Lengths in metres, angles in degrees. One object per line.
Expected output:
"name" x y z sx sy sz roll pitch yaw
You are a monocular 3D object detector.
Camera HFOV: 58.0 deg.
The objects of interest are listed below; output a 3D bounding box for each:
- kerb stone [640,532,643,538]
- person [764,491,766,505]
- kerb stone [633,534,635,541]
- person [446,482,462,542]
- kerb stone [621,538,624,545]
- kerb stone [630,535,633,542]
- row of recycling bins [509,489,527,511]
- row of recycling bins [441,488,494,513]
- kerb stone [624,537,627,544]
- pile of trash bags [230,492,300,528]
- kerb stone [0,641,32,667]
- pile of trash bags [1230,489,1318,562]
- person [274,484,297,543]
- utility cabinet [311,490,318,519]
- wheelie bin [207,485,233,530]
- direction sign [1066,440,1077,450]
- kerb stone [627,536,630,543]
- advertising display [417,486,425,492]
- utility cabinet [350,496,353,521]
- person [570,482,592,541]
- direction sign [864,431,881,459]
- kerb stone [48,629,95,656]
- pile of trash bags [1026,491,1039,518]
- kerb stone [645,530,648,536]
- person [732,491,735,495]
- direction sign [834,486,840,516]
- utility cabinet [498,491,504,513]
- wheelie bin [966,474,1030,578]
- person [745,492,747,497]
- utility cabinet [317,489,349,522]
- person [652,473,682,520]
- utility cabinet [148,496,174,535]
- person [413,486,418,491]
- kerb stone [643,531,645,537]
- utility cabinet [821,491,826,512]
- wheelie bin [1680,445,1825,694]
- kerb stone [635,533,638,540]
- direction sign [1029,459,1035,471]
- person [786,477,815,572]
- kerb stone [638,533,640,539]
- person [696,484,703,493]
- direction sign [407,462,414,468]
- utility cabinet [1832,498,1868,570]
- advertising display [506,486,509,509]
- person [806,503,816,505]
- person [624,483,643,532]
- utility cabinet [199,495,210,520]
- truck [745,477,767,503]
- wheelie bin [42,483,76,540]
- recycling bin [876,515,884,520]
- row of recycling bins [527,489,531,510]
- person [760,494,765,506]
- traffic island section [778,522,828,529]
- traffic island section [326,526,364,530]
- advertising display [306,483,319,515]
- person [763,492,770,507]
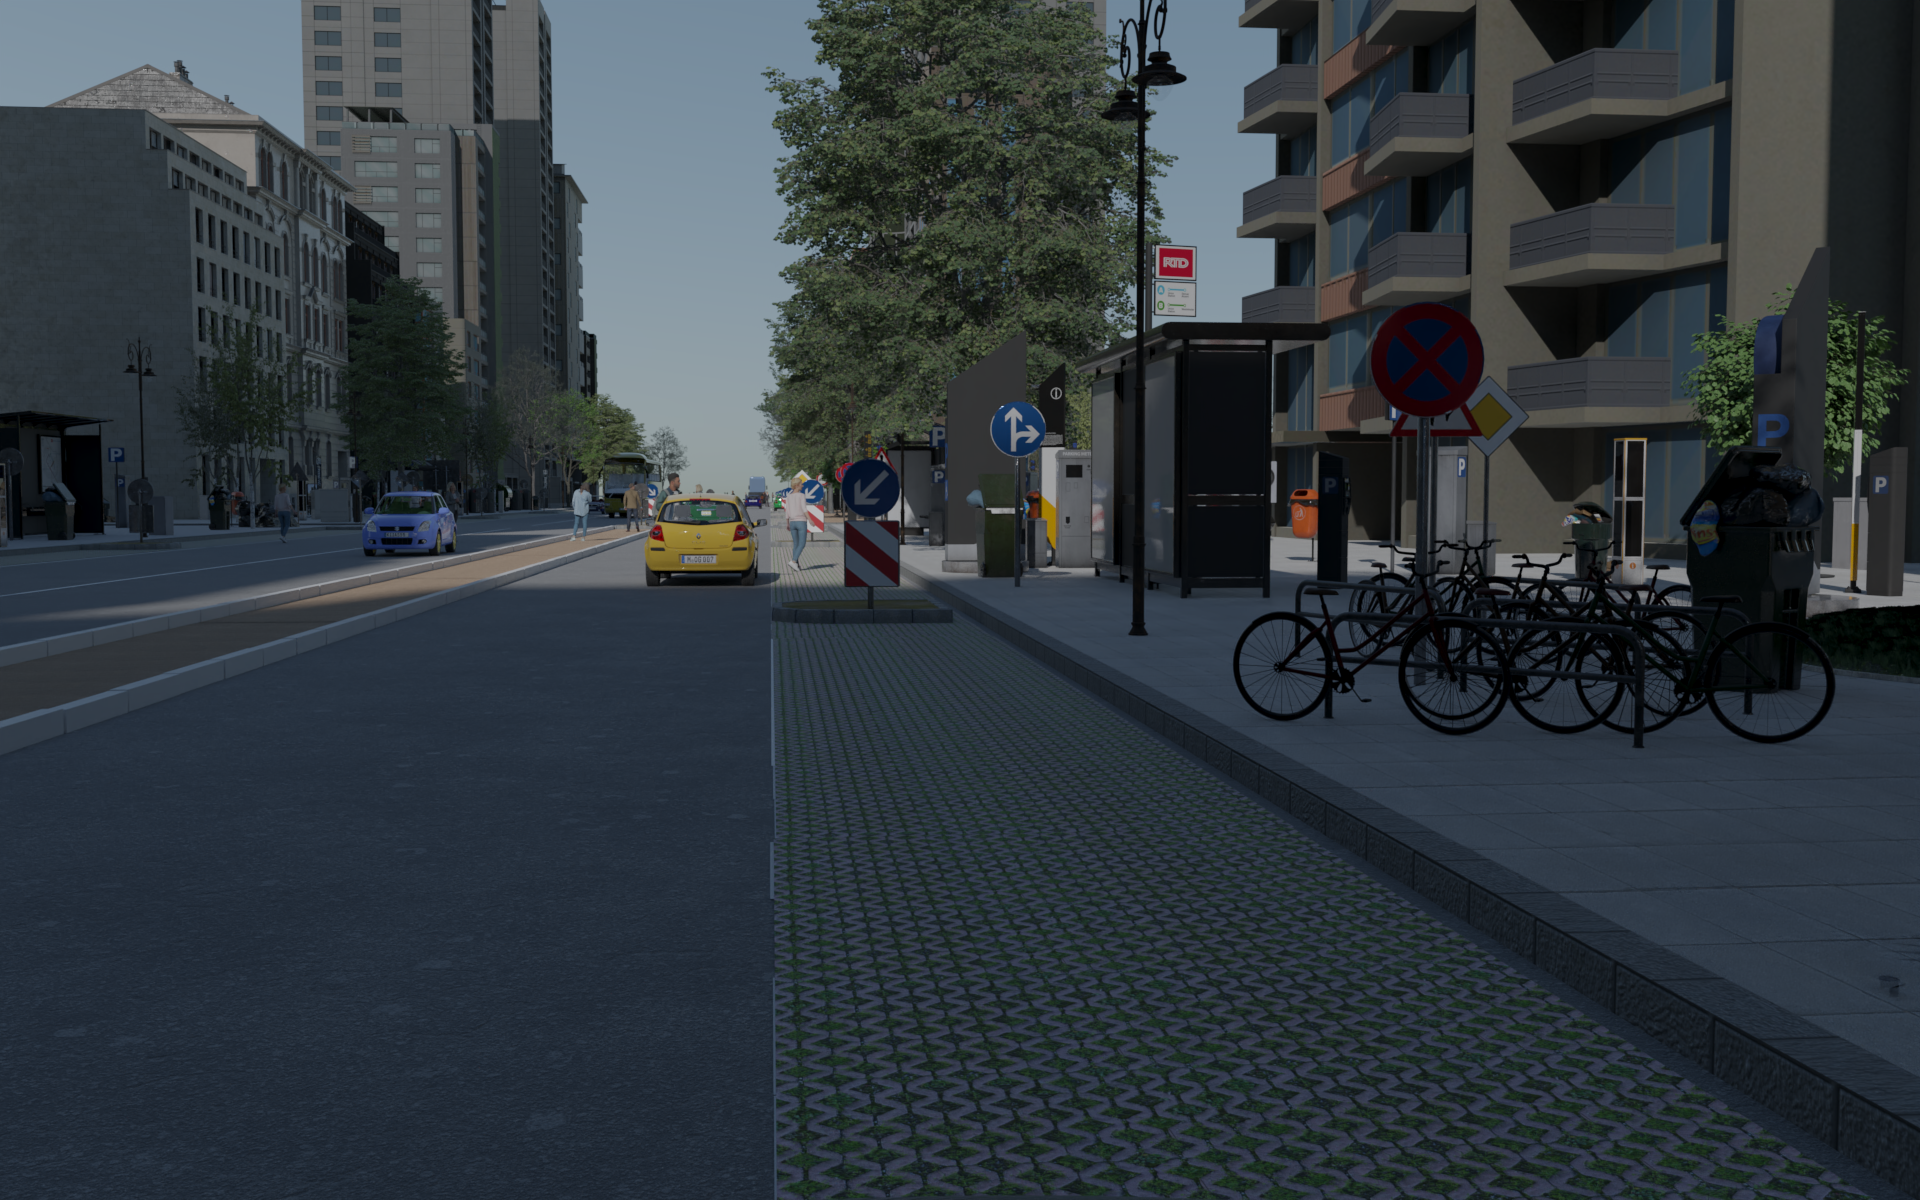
"kerb stone" -10.375 -2.050 55.710 0.120 0.150 1.000 0 4 -6
"person" -25.328 -13.239 224.984 1.348 1.821 0.705 -1 4 -21
"kerb stone" -10.046 -1.863 52.654 0.120 0.150 1.000 0 4 -6
"person" -15.208 -2.656 52.114 0.537 1.800 0.526 -3 5 -45
"kerb stone" -9.599 -1.612 48.580 0.120 0.150 1.000 0 4 -6
"kerb stone" -9.934 -1.794 51.638 0.120 0.150 1.000 0 4 -6
"row of recycling bins" -35.879 -7.853 135.512 3.534 1.692 1.069 1 4 20
"row of recycling bins" -32.884 -6.639 115.658 3.534 1.692 1.069 -3 4 -38
"kerb stone" -9.709 -1.676 49.602 0.120 0.150 1.000 0 4 -6
"pile of trash bags" -27.452 -3.543 67.681 3.447 1.369 1.912 2 4 35
"kerb stone" -7.999 0.463 14.661 0.120 0.150 1.000 0 4 -6
"pile of trash bags" 5.557 -1.467 33.732 1.912 1.369 3.447 -3 5 -44
"person" -19.785 -2.542 50.732 0.731 1.740 0.598 0 4 0
"utility cabinet" -32.641 -4.835 87.731 0.318 1.500 1.173 -2 4 -29
"wheelie bin" -26.472 -3.308 62.000 0.693 1.594 0.980 0 4 0
"direction sign" 4.509 -4.952 72.968 0.876 3.537 0.379 -1 4 -14
"kerb stone" -9.829 -1.733 50.621 0.120 0.150 1.000 0 4 -6
"advertising display" -46.857 -8.860 150.069 0.974 1.923 0.123 -2 4 -35
"utility cabinet" -29.030 -4.348 82.250 0.306 1.237 1.020 -1 4 -15
"person" -11.511 -2.680 52.576 0.793 1.790 0.793 -3 4 -36
"direction sign" -3.105 -4.304 62.367 0.876 3.537 0.379 -3 5 -44
"kerb stone" -8.116 0.398 15.689 0.120 0.150 1.000 0 4 -6
"pile of trash bags" 2.948 -2.068 43.563 3.447 1.369 1.912 3 5 43
"kerb stone" -10.600 -2.174 57.746 0.120 0.150 1.000 0 4 -6
"person" -25.016 -11.137 190.608 0.705 1.821 1.348 -3 4 -36
"direction sign" -7.303 -6.776 102.776 0.379 3.537 0.876 1 4 17
"utility cabinet" -31.302 -6.691 118.083 0.318 1.500 1.173 -1 4 -13
"wheelie bin" 0.563 -1.155 26.789 0.980 1.594 0.693 -1 4 -15
"person" -35.948 -17.216 290.899 0.530 1.710 0.541 0 4 -3
"utility cabinet" -28.312 -4.262 78.363 1.173 1.500 0.318 -1 4 -17
"person" -5.284 -1.445 32.103 0.794 1.824 0.713 -3 4 -37
"utility cabinet" -25.009 -2.633 54.209 1.020 1.237 0.306 3 4 37
"person" -20.633 -3.455 65.566 0.480 1.755 0.524 -1 4 -23
"kerb stone" -10.492 -2.112 56.728 0.120 0.150 1.000 0 4 -6
"utility cabinet" -9.625 -6.931 122.005 0.318 1.500 1.173 -1 4 -9
"wheelie bin" 5.226 -0.213 11.397 0.980 1.594 0.693 -3 4 -38
"kerb stone" -10.153 -1.925 53.671 0.120 0.150 1.000 0 4 -6
"direction sign" 4.370 -7.193 109.600 0.876 3.537 0.379 2 4 35
"person" -2.991 -1.394 31.969 0.731 1.740 0.598 2 4 25
"kerb stone" -10.269 -1.987 54.687 0.120 0.150 1.000 0 4 -6
"person" -9.698 -3.409 64.425 0.728 1.800 0.709 1 4 16
"direction sign" -38.621 -7.895 121.085 0.876 3.537 0.379 -1 4 -12
"utility cabinet" 15.317 -1.121 29.488 0.306 1.237 1.020 -1 4 -9
"advertising display" -34.731 -7.797 132.696 0.123 1.923 0.974 -2 4 -27
"person" -5.629 -3.375 64.037 0.716 1.782 0.532 -3 5 -42
"person" -12.311 -3.477 65.258 0.656 1.842 0.836 -3 5 -39
"utility cabinet" -37.652 -4.612 86.563 1.020 1.237 0.306 3 5 45
"truck" -30.868 -16.638 261.793 2.967 4.110 18.799 0 4 -4
"wheelie bin" -25.099 -2.466 48.226 0.693 1.594 0.980 0 4 -5
"recycling bin" -4.160 -4.512 86.329 0.722 1.027 0.722 -1 4 -12
"row of recycling bins" -35.831 -8.059 138.870 1.069 1.692 3.534 2 4 29
"person" -24.464 -12.399 214.479 1.065 1.426 0.557 3 5 45
"traffic island section" -6.494 -3.018 71.629 2.009 0.180 2.903 0 4 -6
"traffic island section" -24.131 -2.901 69.712 2.009 0.180 2.903 0 4 -6
"advertising display" -39.502 -6.144 105.662 0.123 1.923 0.974 1 4 20
"person" -21.574 -11.234 192.971 0.445 1.727 0.742 3 5 43
